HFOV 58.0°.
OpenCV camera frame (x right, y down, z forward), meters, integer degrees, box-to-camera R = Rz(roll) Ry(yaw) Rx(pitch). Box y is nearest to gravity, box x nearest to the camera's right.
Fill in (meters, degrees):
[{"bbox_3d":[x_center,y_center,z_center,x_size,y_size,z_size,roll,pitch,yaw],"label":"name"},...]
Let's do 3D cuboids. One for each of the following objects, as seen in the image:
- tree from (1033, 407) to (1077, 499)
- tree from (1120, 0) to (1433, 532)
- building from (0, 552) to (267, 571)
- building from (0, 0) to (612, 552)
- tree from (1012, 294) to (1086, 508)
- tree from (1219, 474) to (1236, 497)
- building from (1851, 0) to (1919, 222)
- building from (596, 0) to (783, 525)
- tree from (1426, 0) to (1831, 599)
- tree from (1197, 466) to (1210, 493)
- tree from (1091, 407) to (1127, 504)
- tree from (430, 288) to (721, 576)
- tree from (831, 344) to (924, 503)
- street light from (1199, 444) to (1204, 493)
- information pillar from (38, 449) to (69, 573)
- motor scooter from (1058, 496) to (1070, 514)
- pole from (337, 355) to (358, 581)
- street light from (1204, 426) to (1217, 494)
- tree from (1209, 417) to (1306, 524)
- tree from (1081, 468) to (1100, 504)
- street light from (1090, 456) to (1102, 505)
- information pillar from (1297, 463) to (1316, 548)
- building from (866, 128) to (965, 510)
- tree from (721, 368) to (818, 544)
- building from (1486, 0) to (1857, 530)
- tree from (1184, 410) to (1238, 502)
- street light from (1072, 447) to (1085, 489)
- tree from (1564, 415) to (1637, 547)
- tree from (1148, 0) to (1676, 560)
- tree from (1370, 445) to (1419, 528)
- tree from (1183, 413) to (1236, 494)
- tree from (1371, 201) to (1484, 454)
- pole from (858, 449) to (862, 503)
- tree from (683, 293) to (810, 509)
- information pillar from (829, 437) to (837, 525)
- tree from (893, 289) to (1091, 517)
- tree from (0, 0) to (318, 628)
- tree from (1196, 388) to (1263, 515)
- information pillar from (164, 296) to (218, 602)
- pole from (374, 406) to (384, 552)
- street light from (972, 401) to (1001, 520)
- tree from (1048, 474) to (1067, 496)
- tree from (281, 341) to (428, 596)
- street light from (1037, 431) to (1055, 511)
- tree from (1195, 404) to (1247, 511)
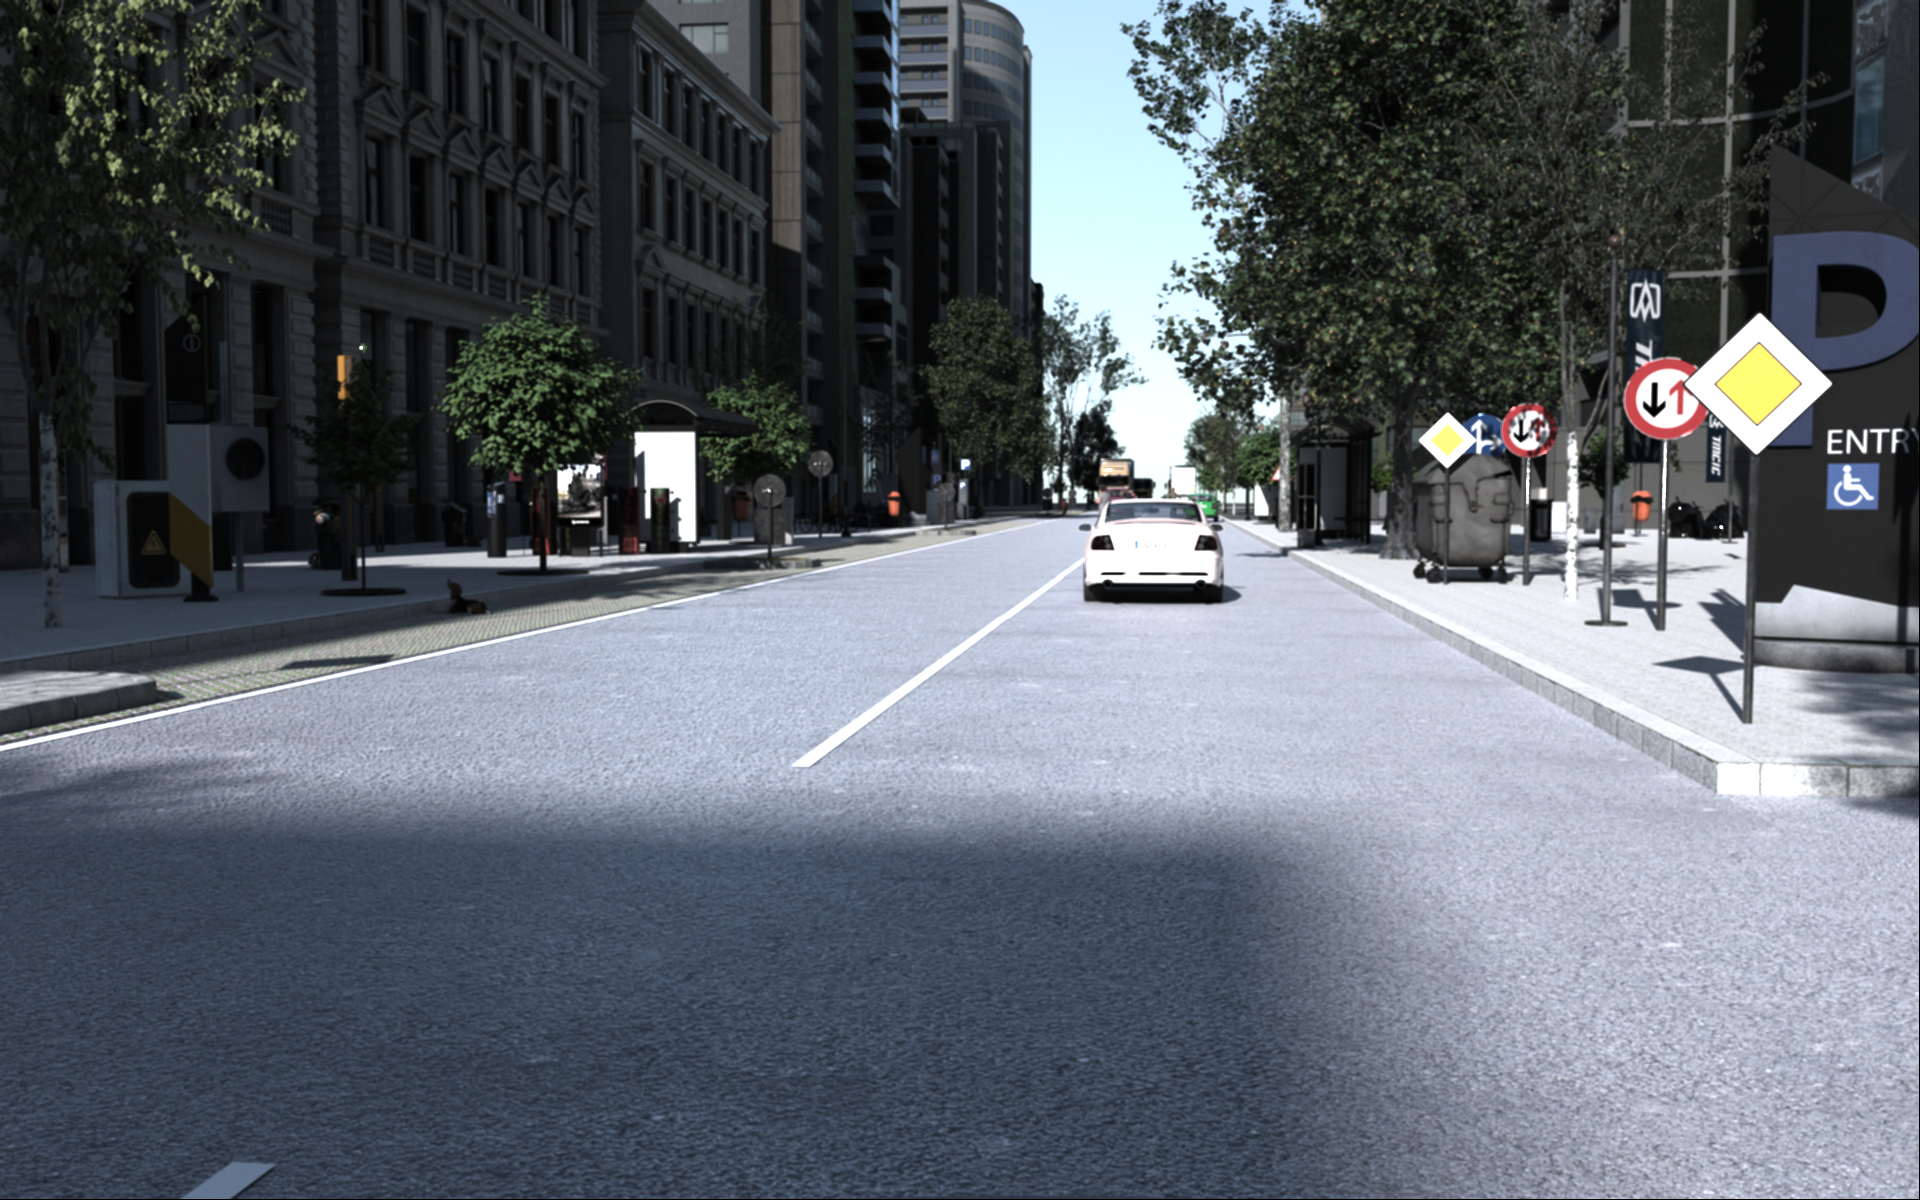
[{"bbox_3d":[7.573,-11.767,142.760,4.737,8.622,4.395,0,3,0],"label":"tree"},{"bbox_3d":[11.919,-12.275,56.579,12.611,20.169,13.585,0,3,0],"label":"tree"},{"bbox_3d":[-20.484,-12.323,30.364,11.050,23.489,19.941,0,4,7],"label":"building"},{"bbox_3d":[-18.163,-13.532,50.133,11.050,23.489,19.941,0,4,7],"label":"building"},{"bbox_3d":[10.327,-18.697,161.590,12.611,20.169,13.585,0,3,0],"label":"tree"},{"bbox_3d":[22.365,-9.295,146.575,1.663,3.219,1.824,0,3,0],"label":"tree"},{"bbox_3d":[30.427,-24.767,24.545,30.456,49.044,23.786,0,4,7],"label":"building"},{"bbox_3d":[-15.174,-14.330,70.456,11.583,22.565,21.152,0,4,7],"label":"building"},{"bbox_3d":[7.644,-4.308,20.794,4.360,8.622,3.978,0,3,0],"label":"tree"},{"bbox_3d":[18.415,-7.768,110.722,4.285,4.588,4.351,0,3,0],"label":"tree"},{"bbox_3d":[17.473,-19.031,228.160,9.611,12.733,9.660,0,3,0],"label":"tree"},{"bbox_3d":[-6.798,-2.695,27.784,4.285,4.588,4.351,0,3,0],"label":"tree"},{"bbox_3d":[-3.986,-8.211,84.606,4.360,8.622,3.978,0,3,0],"label":"tree"},{"bbox_3d":[22.864,-11.468,160.043,1.470,5.913,1.316,0,4,7],"label":"street light"},{"bbox_3d":[-14.754,-1.450,28.199,0.304,2.012,0.304,0,4,-1],"label":"information pillar"},{"bbox_3d":[7.392,-6.725,122.733,0.815,1.314,1.986,1,4,9],"label":"motor scooter"},{"bbox_3d":[-9.056,-1.942,25.601,0.158,3.312,0.155,0,3,0],"label":"pole"},{"bbox_3d":[17.689,-8.955,118.953,1.470,5.913,1.316,0,4,7],"label":"street light"},{"bbox_3d":[13.355,-5.530,74.128,4.285,4.588,4.351,0,3,0],"label":"tree"},{"bbox_3d":[18.932,-15.449,236.307,4.285,4.588,4.351,0,3,0],"label":"tree"},{"bbox_3d":[16.560,-14.564,210.656,1.470,5.913,1.316,0,4,7],"label":"street light"},{"bbox_3d":[8.207,-2.234,41.010,0.304,2.012,0.304,-2,4,-23],"label":"information pillar"},{"bbox_3d":[-7.343,-22.548,140.359,14.160,30.474,14.107,0,4,7],"label":"building"},{"bbox_3d":[-5.372,-3.771,45.371,4.285,4.588,4.351,0,3,0],"label":"tree"},{"bbox_3d":[32.250,-38.299,64.440,20.563,71.187,20.611,0,4,7],"label":"building"},{"bbox_3d":[28.191,-15.770,192.251,7.601,10.594,8.767,-1,4,-20],"label":"tree"},{"bbox_3d":[11.581,-12.068,169.849,1.470,5.913,1.316,0,4,7],"label":"street light"},{"bbox_3d":[15.564,-2.911,42.201,1.663,3.219,1.824,0,3,0],"label":"tree"},{"bbox_3d":[8.726,-7.145,33.830,9.611,12.733,9.660,0,3,0],"label":"tree"},{"bbox_3d":[16.595,-4.379,66.195,1.663,3.219,1.824,0,3,0],"label":"tree"},{"bbox_3d":[31.378,-17.750,215.974,9.928,11.665,9.643,0,3,0],"label":"tree"},{"bbox_3d":[11.800,-5.592,41.797,4.737,8.622,4.395,0,3,0],"label":"tree"},{"bbox_3d":[-4.511,-5.150,78.048,0.158,3.312,0.155,0,3,0],"label":"pole"},{"bbox_3d":[-7.572,-6.877,62.796,4.737,8.622,4.395,0,3,0],"label":"tree"},{"bbox_3d":[-5.200,-4.856,70.756,0.183,3.616,0.504,-3,4,-39],"label":"information pillar"},{"bbox_3d":[0.983,-11.009,97.007,9.611,12.733,9.660,0,3,0],"label":"tree"},{"bbox_3d":[-8.521,-4.046,16.521,4.737,8.622,4.395,0,3,0],"label":"tree"},{"bbox_3d":[16.609,-9.538,106.308,4.360,8.622,3.978,0,3,0],"label":"tree"},{"bbox_3d":[-9.150,-1.788,20.582,0.504,3.616,0.183,0,4,-1],"label":"information pillar"},{"bbox_3d":[-12.881,-2.722,38.348,0.158,3.312,0.155,0,3,0],"label":"pole"},{"bbox_3d":[1.335,-6.999,86.972,1.470,5.913,1.316,0,4,7],"label":"street light"},{"bbox_3d":[8.763,-9.766,154.281,1.663,3.219,1.824,0,3,0],"label":"tree"},{"bbox_3d":[-7.556,-1.676,22.009,1.663,3.219,1.824,0,3,0],"label":"tree"},{"bbox_3d":[6.348,-9.515,128.112,1.470,5.913,1.316,0,4,7],"label":"street light"},{"bbox_3d":[20.396,-11.168,132.964,4.737,8.622,4.395,0,3,0],"label":"tree"}]
